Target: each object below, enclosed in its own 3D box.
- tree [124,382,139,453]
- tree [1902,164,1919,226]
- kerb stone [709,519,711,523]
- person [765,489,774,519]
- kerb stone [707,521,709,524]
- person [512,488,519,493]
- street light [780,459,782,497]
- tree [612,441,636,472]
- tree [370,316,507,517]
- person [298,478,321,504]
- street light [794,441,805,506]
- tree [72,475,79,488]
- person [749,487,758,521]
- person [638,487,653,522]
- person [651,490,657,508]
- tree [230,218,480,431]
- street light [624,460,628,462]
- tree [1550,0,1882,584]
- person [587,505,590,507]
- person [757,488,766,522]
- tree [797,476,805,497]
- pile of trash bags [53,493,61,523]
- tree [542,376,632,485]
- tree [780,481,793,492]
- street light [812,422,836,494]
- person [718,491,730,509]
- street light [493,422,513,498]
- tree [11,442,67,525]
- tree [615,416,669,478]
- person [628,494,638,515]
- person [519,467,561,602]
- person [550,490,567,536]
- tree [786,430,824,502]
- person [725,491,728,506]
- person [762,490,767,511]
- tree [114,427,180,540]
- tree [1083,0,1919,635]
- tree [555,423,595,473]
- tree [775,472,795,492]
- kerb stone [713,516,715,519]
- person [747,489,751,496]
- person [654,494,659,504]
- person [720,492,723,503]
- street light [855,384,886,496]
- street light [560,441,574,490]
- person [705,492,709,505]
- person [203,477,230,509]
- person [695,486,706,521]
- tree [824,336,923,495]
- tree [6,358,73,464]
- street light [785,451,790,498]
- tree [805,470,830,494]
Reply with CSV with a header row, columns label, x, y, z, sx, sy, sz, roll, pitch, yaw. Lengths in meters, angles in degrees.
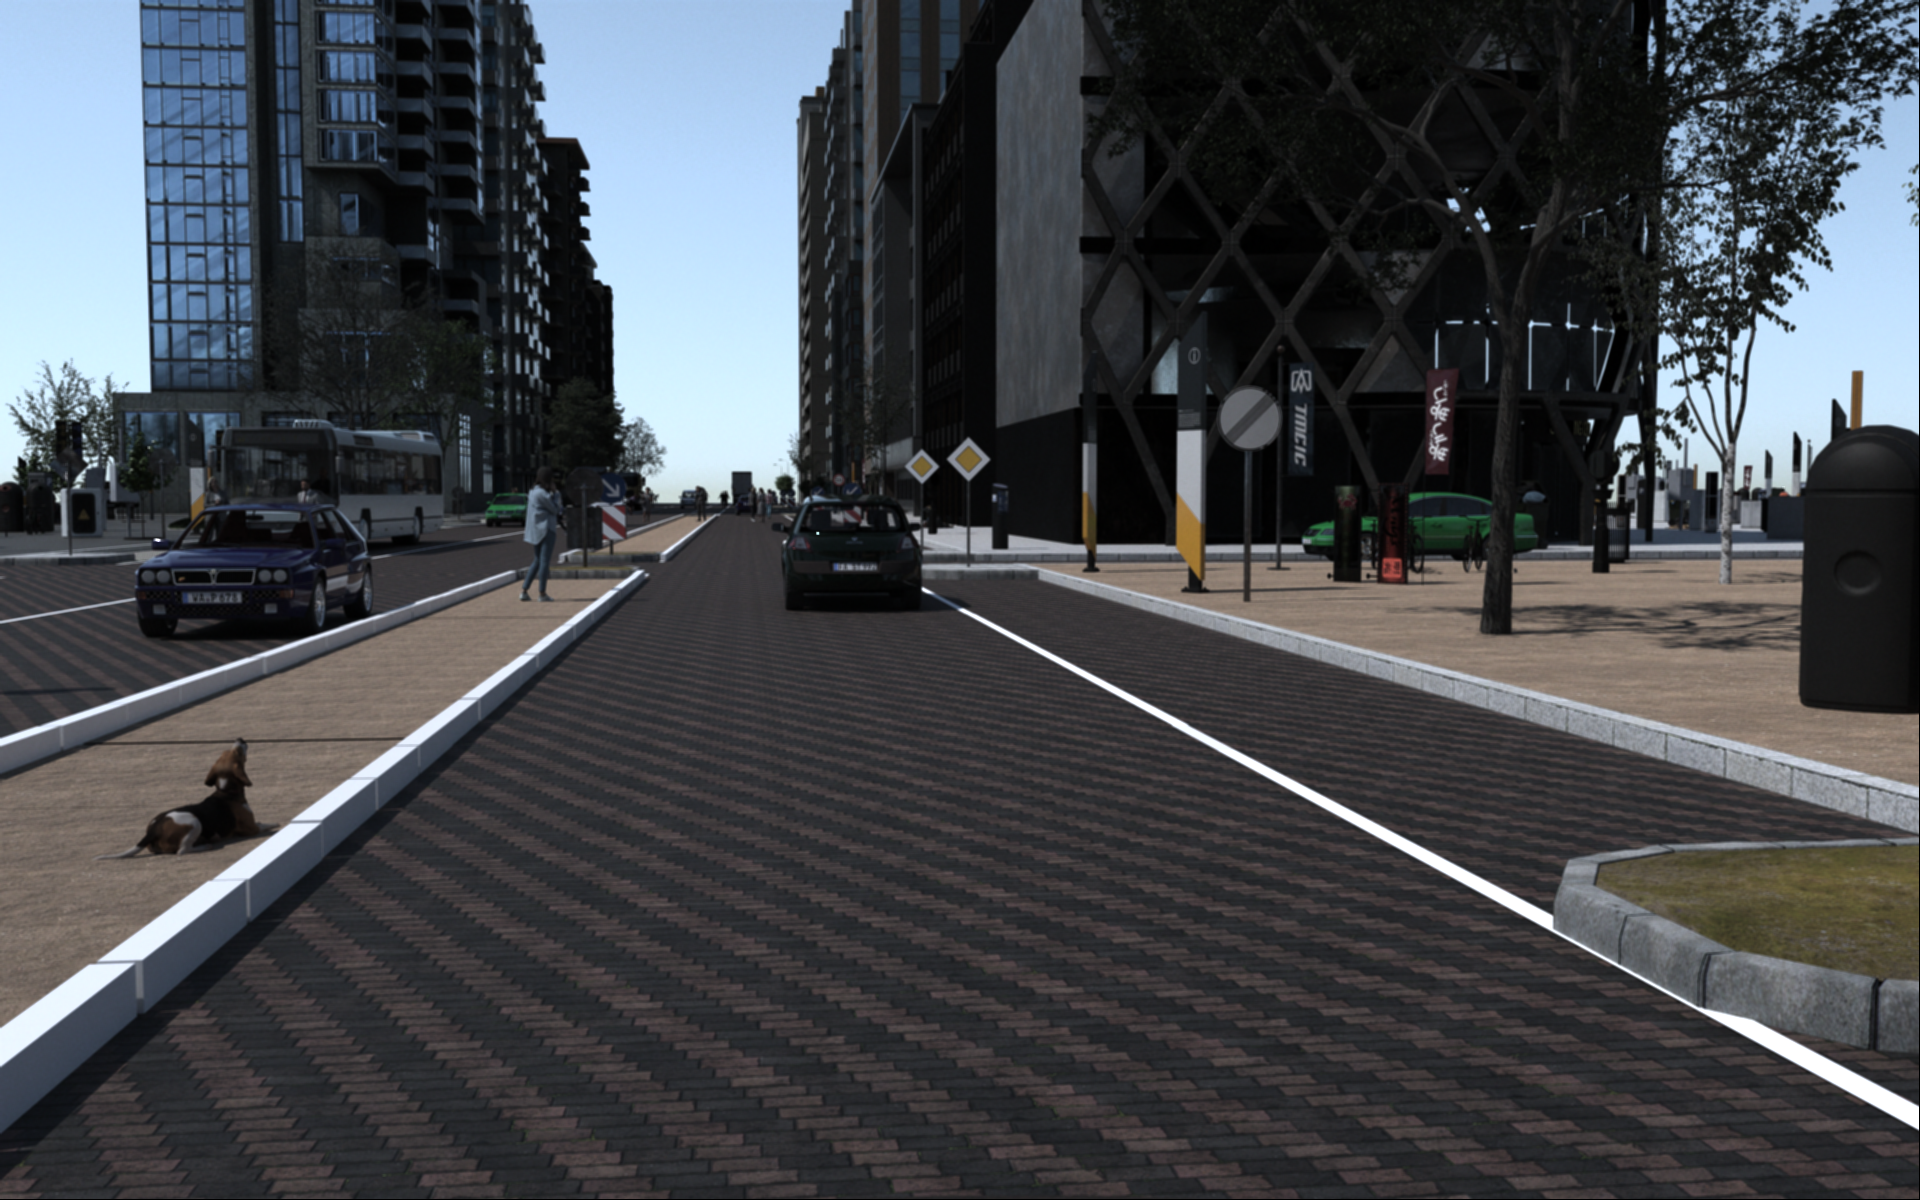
label,x,y,z,sx,sy,sz,roll,pitch,yaw
tree,-51.914,-9.441,104.730,4.737,8.622,4.395,0,3,0
tree,15.548,-4.478,23.576,4.737,8.622,4.395,0,3,0
kerb stone,-11.849,-3.602,81.094,0.120,0.150,1.000,0,4,-7
person,-11.210,-5.641,101.574,0.563,1.720,0.643,2,4,24
kerb stone,-11.208,-3.288,75.986,0.120,0.150,1.000,0,4,-7
person,-26.945,-5.906,105.038,0.573,1.828,0.580,0,4,8
street light,-23.591,-15.885,232.258,1.470,5.913,1.316,0,4,-7
tree,-43.673,-16.567,221.227,4.737,8.622,4.395,0,3,0
tree,-29.436,-10.518,97.727,9.928,11.665,9.643,0,3,0
person,-14.268,-1.785,37.953,0.678,1.792,0.850,1,4,13
street light,-13.389,-10.879,150.410,1.470,5.913,1.316,0,4,-7
tree,-37.817,-4.794,72.987,1.663,3.219,1.824,0,3,0
person,-10.746,-5.016,90.690,0.709,1.800,0.728,-2,4,-29
person,-15.984,-4.842,88.029,0.716,1.782,0.532,0,4,-6
person,-32.385,-10.600,181.890,1.350,1.814,0.705,-1,4,-14
tree,-26.857,-10.212,77.341,12.009,13.543,11.850,0,3,0
street light,-44.645,-15.946,233.251,1.470,5.913,1.316,0,4,-7
tree,10.855,-4.546,24.687,4.360,8.622,3.978,0,3,0
person,-15.707,-3.926,72.706,0.654,1.822,0.581,0,4,-7
person,-10.095,-4.821,87.889,0.480,1.755,0.524,-2,4,-32
tree,-16.350,-11.547,183.387,1.663,3.219,1.824,0,3,0
pile of trash bags,-39.810,-4.124,77.178,1.912,1.369,3.447,0,4,1
tree,-39.838,-17.017,184.877,9.857,13.997,8.962,0,3,0
tree,-25.385,-15.712,251.489,1.663,3.219,1.824,0,3,0
street light,-8.650,-8.558,112.459,1.470,5.913,1.316,0,4,-7
person,-22.499,-9.528,165.102,1.217,1.723,0.721,1,4,10
street light,-29.585,-8.533,112.048,1.470,5.913,1.316,0,4,-7
tree,-34.578,-4.289,64.722,1.663,3.219,1.824,0,3,0
tree,-50.177,-21.890,268.273,12.009,13.543,11.850,0,3,0
person,-22.614,-6.599,119.632,0.697,1.427,0.421,-1,4,-15
person,-5.579,-0.869,22.969,0.793,1.790,0.793,1,4,20
person,-13.868,-3.129,59.501,0.661,1.843,0.795,3,5,44
tree,-17.679,-15.005,195.691,4.360,8.622,3.978,0,3,0
person,-28.130,-12.226,208.332,0.705,1.831,1.348,-3,4,-36
person,-16.236,-8.255,143.914,0.683,1.767,0.568,-2,4,-31
tree,-23.128,-3.312,48.759,1.663,3.219,1.824,0,3,0
tree,4.759,-4.948,15.310,8.767,10.594,7.601,2,4,25
tree,-38.955,-13.810,176.147,4.360,8.622,3.978,0,3,0
tree,-26.458,-17.038,262.286,4.285,4.588,4.351,0,3,0
kerb stone,-13.250,-4.285,92.265,0.120,0.150,1.000,0,4,-7
person,-16.534,-7.814,136.123,0.709,1.838,0.599,-3,4,-36
person,-42.637,-14.174,243.437,0.799,1.438,0.628,-1,4,-9
person,-36.882,-15.910,268.656,1.348,1.821,0.705,3,5,41
street light,-3.719,-6.157,73.210,1.470,5.913,1.316,0,4,-7
street light,-34.241,-10.899,150.742,1.470,5.913,1.316,0,4,-7
person,-34.789,-13.945,237.188,1.217,1.739,0.721,2,4,33
person,-15.943,-1.743,37.180,0.537,1.800,0.526,-2,4,-24
person,-13.521,-5.010,90.217,0.655,1.846,0.447,1,4,20
tree,-3.858,-7.909,79.667,4.360,8.622,3.978,0,3,0
tree,-48.262,-8.702,92.644,4.737,8.622,4.395,0,3,0
street light,-18.136,-13.228,188.815,1.470,5.913,1.316,0,4,-7
tree,-11.145,-8.819,138.791,1.663,3.219,1.824,0,3,0
